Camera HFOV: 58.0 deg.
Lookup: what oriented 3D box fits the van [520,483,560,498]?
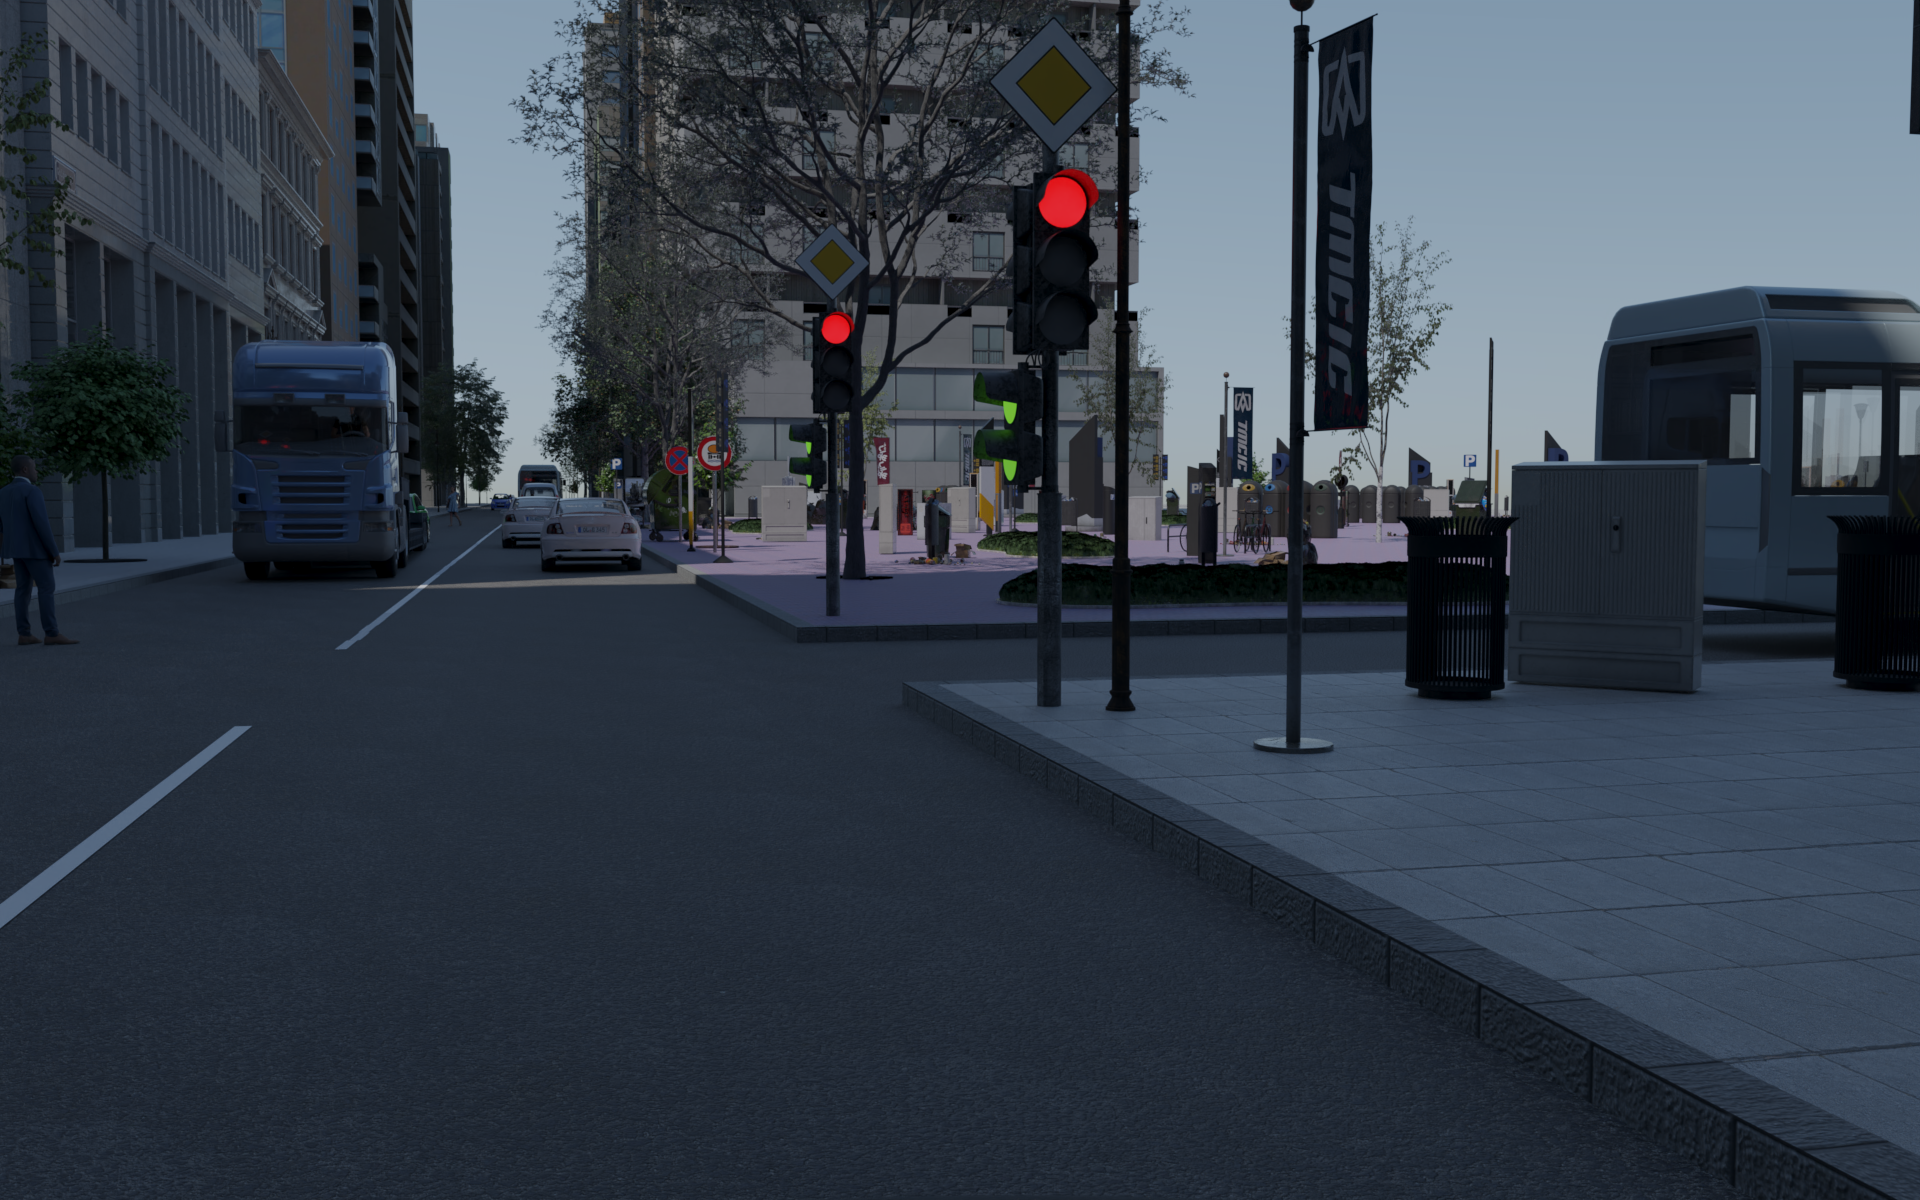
[{"bbox_3d":[-16.573,-3.754,68.388,2.013,2.044,4.112,-1,4,-13],"label":"van"}]

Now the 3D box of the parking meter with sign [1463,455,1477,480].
[{"bbox_3d":[22.760,-4.955,77.268,0.543,3.016,1.738,1,4,18],"label":"parking meter with sign"}]

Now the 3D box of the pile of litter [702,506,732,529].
[{"bbox_3d":[-8.876,-3.070,64.161,1.176,0.858,1.719,3,5,41],"label":"pile of litter"}]

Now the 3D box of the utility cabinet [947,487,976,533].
[{"bbox_3d":[0.039,-2.963,57.120,0.318,1.500,1.173,-3,4,-36],"label":"utility cabinet"}]

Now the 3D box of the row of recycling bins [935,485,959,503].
[{"bbox_3d":[-0.490,-4.499,80.667,1.069,1.692,3.534,-1,4,-10],"label":"row of recycling bins"}]

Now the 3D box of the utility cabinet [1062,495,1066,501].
[{"bbox_3d":[4.720,-4.417,83.373,0.306,1.237,1.020,2,4,35],"label":"utility cabinet"}]

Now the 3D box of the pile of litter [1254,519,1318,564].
[{"bbox_3d":[5.615,-0.979,29.972,1.176,0.858,1.719,3,4,38],"label":"pile of litter"}]

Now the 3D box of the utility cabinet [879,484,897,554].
[{"bbox_3d":[-1.561,-1.747,37.248,0.318,1.500,1.173,0,4,2],"label":"utility cabinet"}]

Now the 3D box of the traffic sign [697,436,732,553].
[{"bbox_3d":[-5.370,-2.312,37.903,0.768,2.556,0.104,-1,4,-13],"label":"traffic sign"}]

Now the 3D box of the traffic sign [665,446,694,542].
[{"bbox_3d":[-7.428,-2.805,45.975,0.768,2.556,0.104,0,4,-5],"label":"traffic sign"}]

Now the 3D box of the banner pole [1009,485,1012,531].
[{"bbox_3d":[1.515,-3.296,43.905,0.863,3.779,0.401,0,4,-5],"label":"banner pole"}]

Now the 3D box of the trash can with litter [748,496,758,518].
[{"bbox_3d":[-7.995,-3.583,69.646,1.678,1.210,2.233,2,4,32],"label":"trash can with litter"}]

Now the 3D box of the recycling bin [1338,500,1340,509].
[{"bbox_3d":[17.016,-4.086,79.364,0.722,1.027,0.722,-2,4,-34],"label":"recycling bin"}]

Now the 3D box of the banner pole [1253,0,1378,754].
[{"bbox_3d":[1.760,-1.125,8.408,0.401,3.779,0.863,-1,4,-20],"label":"banner pole"}]

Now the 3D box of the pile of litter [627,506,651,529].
[{"bbox_3d":[-11.958,-3.060,64.000,1.176,0.858,1.719,-1,4,-18],"label":"pile of litter"}]

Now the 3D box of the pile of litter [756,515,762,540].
[{"bbox_3d":[-5.127,-2.122,48.654,1.176,0.858,1.719,-1,4,-13],"label":"pile of litter"}]

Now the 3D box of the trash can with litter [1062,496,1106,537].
[{"bbox_3d":[3.569,-2.465,51.363,2.233,1.210,1.678,1,4,22],"label":"trash can with litter"}]

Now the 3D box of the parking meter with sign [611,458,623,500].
[{"bbox_3d":[-16.721,-5.437,85.148,0.543,3.016,1.738,0,4,-1],"label":"parking meter with sign"}]

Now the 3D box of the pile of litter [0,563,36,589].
[{"bbox_3d":[-13.296,-0.618,24.067,1.176,0.858,1.719,0,4,-7],"label":"pile of litter"}]

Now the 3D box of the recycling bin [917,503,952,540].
[{"bbox_3d":[-0.723,-2.209,48.663,0.722,1.027,0.722,3,5,43],"label":"recycling bin"}]

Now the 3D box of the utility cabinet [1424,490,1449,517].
[{"bbox_3d":[23.271,-4.644,84.613,1.173,1.500,0.318,1,4,20],"label":"utility cabinet"}]

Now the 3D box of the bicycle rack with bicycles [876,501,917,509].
[{"bbox_3d":[-3.301,-4.765,91.290,2.925,0.926,2.852,-3,5,-43],"label":"bicycle rack with bicycles"}]

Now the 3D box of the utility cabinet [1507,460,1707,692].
[{"bbox_3d":[4.265,-0.170,11.458,1.173,1.500,0.318,2,4,33],"label":"utility cabinet"}]

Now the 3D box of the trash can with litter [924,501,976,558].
[{"bbox_3d":[-0.204,-1.440,34.929,1.055,1.170,0.624,1,4,10],"label":"trash can with litter"}]

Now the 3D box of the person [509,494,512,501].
[{"bbox_3d":[-40.938,-8.915,157.492,0.421,1.427,0.697,-2,4,-34],"label":"person"}]

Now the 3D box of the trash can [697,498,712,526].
[{"bbox_3d":[-10.354,-3.570,70.023,0.748,1.137,0.748,0,3,0],"label":"trash can"}]

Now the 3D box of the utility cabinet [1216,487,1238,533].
[{"bbox_3d":[8.598,-2.964,57.137,1.173,1.500,0.318,1,4,21],"label":"utility cabinet"}]

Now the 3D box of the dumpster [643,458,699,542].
[{"bbox_3d":[-7.815,-2.728,47.104,1.502,2.255,1.985,-1,4,-13],"label":"dumpster"}]

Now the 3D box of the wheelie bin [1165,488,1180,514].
[{"bbox_3d":[10.456,-4.725,85.158,0.693,1.594,0.980,1,4,13],"label":"wheelie bin"}]

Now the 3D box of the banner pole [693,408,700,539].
[{"bbox_3d":[-7.722,-3.677,50.140,0.401,3.779,0.863,0,4,-5],"label":"banner pole"}]

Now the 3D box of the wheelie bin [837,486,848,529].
[{"bbox_3d":[-4.461,-3.441,64.168,0.693,1.594,0.980,-2,4,-23],"label":"wheelie bin"}]

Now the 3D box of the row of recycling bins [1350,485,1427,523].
[{"bbox_3d":[18.627,-4.238,76.400,3.534,1.692,1.069,1,4,18],"label":"row of recycling bins"}]

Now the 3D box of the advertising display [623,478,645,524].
[{"bbox_3d":[-12.752,-3.827,67.788,0.123,1.923,0.974,3,5,42],"label":"advertising display"}]

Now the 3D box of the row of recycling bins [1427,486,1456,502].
[{"bbox_3d":[24.306,-4.979,88.523,1.069,1.692,3.534,3,5,43],"label":"row of recycling bins"}]

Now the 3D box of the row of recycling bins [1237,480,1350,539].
[{"bbox_3d":[9.676,-2.699,51.244,1.069,1.692,3.534,-3,5,-42],"label":"row of recycling bins"}]

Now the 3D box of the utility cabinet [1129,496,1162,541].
[{"bbox_3d":[5.122,-2.259,48.093,0.306,1.237,1.020,-3,5,-43],"label":"utility cabinet"}]

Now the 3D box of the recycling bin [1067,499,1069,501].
[{"bbox_3d":[5.390,-4.508,86.261,0.722,1.027,0.722,-3,4,-39],"label":"recycling bin"}]

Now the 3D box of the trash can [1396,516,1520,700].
[{"bbox_3d":[3.142,0.042,10.972,0.748,1.137,0.748,0,3,0],"label":"trash can"}]

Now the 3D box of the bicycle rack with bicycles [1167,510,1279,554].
[{"bbox_3d":[5.957,-1.538,38.534,2.852,0.926,2.925,2,4,29],"label":"bicycle rack with bicycles"}]

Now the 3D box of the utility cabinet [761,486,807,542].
[{"bbox_3d":[-4.694,-2.298,46.248,1.173,1.500,0.318,-1,4,-13],"label":"utility cabinet"}]

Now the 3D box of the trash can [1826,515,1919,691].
[{"bbox_3d":[6.128,0.013,11.449,0.748,1.137,0.748,0,3,0],"label":"trash can"}]

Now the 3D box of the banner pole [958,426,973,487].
[{"bbox_3d":[0.164,-4.496,63.518,0.401,3.779,0.863,3,5,44],"label":"banner pole"}]

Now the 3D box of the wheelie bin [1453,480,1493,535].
[{"bbox_3d":[11.695,-1.932,39.504,0.980,1.594,0.693,3,5,45],"label":"wheelie bin"}]

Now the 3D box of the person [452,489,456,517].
[{"bbox_3d":[-31.978,-6.185,109.256,0.705,1.869,1.348,-1,4,-23],"label":"person"}]

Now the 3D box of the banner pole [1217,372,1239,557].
[{"bbox_3d":[5.672,-2.791,35.644,0.863,3.779,0.401,-1,4,-19],"label":"banner pole"}]
